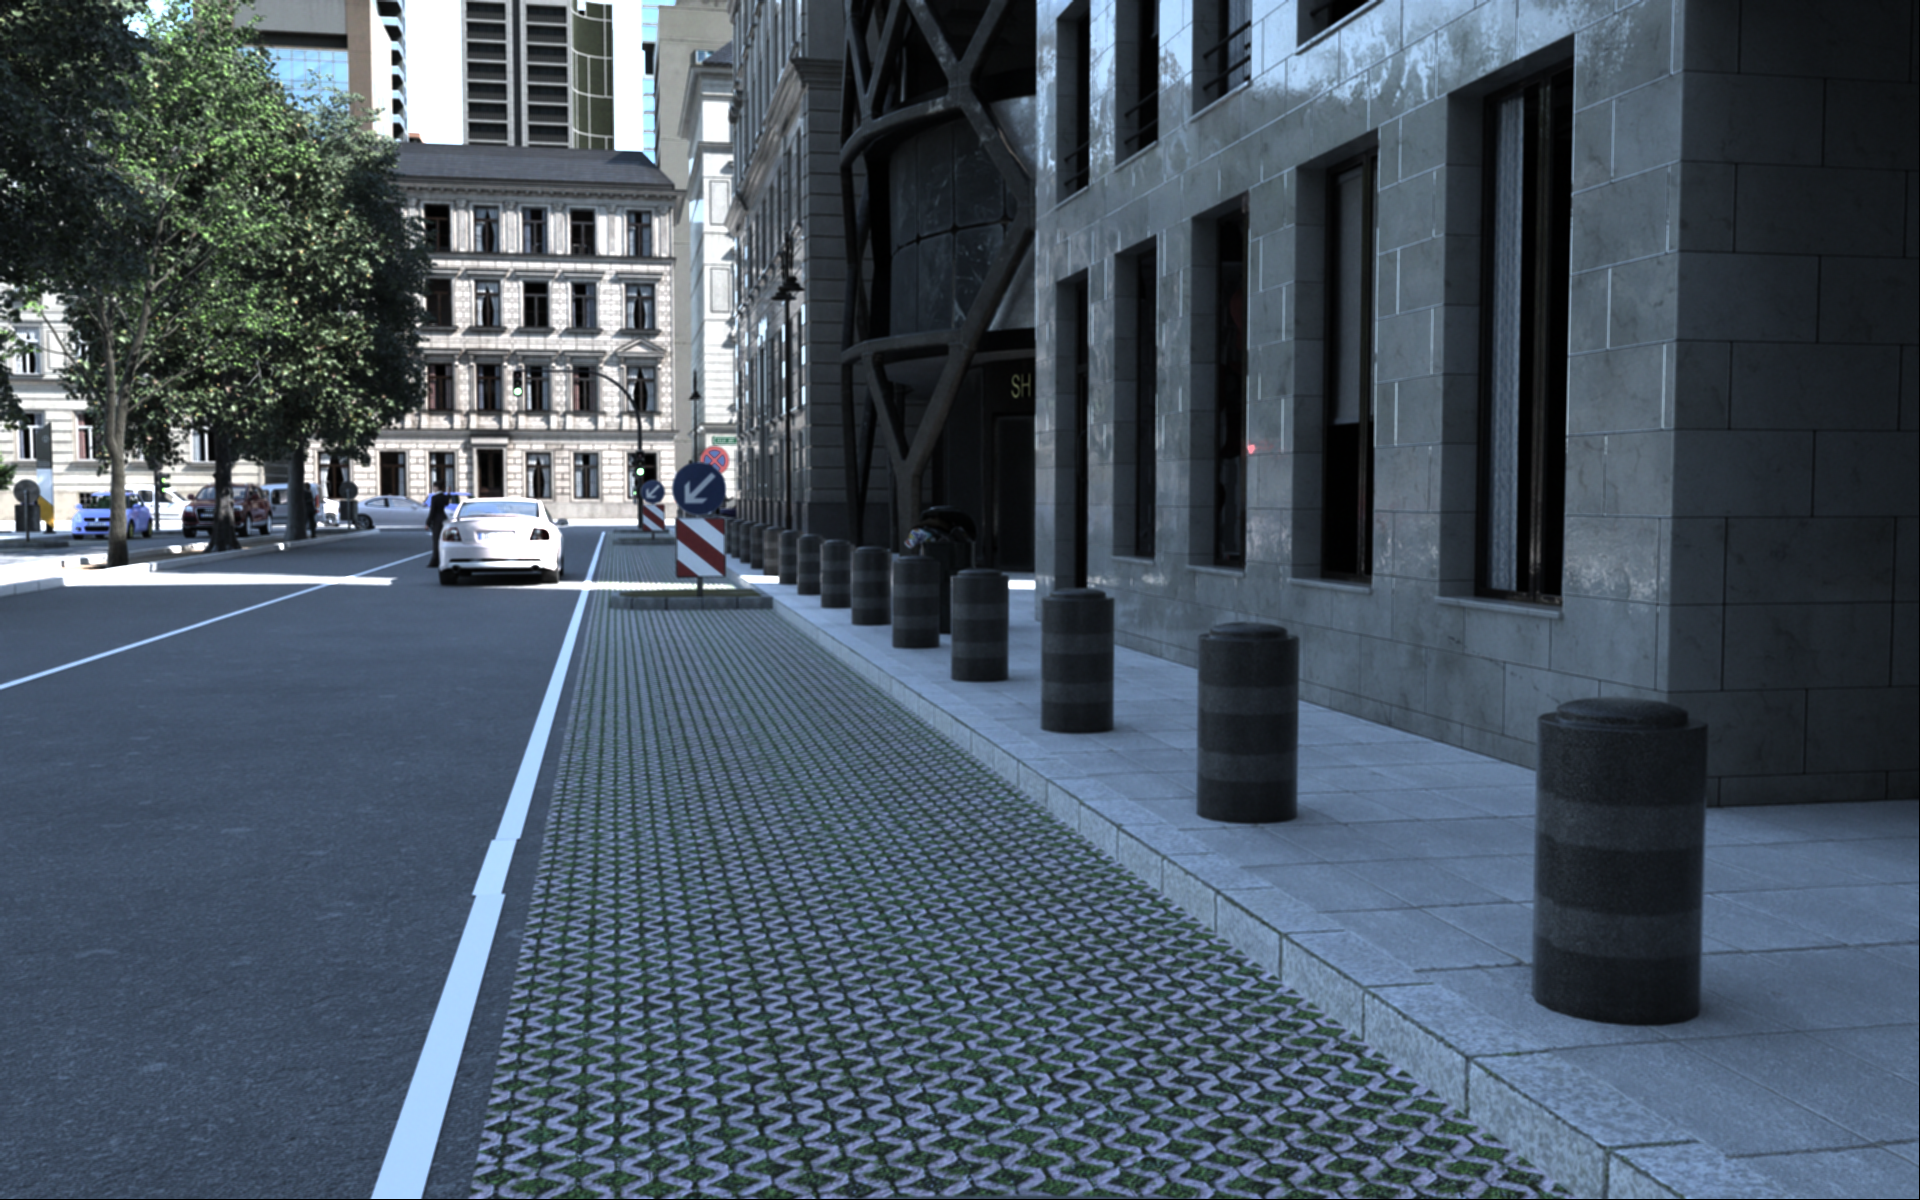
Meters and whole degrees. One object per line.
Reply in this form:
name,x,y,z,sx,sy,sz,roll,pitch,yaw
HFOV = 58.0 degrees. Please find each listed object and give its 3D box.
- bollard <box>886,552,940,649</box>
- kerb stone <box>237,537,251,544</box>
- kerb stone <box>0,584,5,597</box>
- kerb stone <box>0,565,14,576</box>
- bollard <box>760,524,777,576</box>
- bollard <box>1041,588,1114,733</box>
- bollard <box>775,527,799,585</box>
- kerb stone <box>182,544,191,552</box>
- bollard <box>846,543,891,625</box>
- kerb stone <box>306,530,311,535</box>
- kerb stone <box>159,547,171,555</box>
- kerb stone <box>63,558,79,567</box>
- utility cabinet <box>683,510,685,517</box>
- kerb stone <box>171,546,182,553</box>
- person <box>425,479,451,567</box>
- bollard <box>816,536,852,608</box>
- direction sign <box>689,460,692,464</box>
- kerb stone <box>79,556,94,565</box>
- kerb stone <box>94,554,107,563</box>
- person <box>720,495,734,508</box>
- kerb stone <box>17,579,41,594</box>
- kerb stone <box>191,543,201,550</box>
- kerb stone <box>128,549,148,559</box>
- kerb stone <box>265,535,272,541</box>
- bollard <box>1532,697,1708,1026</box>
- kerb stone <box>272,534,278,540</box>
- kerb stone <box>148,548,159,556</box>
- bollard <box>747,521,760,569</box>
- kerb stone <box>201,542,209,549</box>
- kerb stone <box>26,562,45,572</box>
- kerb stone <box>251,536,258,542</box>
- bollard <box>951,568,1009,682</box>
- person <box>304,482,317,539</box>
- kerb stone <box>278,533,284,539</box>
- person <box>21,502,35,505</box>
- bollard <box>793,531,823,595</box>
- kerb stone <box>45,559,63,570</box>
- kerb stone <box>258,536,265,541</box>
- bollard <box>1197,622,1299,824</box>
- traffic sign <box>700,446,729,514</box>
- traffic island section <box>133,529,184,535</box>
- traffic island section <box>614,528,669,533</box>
bollard,-0.371,0.010,14.546,0.404,0.777,0.398,0,3,0
kerb stone,-20.750,-1.706,50.092,0.120,0.150,1.000,-1,4,-11
kerb stone,-13.475,-0.122,24.250,0.120,0.150,1.000,-1,4,-11
kerb stone,-16.944,-0.533,30.916,0.120,0.150,1.000,-1,4,-11
bollard,-2.897,-0.767,27.258,0.404,0.777,0.398,0,3,0
bollard,0.641,0.322,9.451,0.404,0.777,0.398,0,3,0
bollard,-2.389,-0.611,24.706,0.404,0.777,0.398,0,3,0
kerb stone,-19.349,-1.268,43.039,0.120,0.150,1.000,-1,4,-11
bollard,-0.872,-0.145,17.088,0.404,0.777,0.398,0,3,0
kerb stone,-22.956,-2.382,61.190,0.120,0.150,1.000,-1,4,-11
kerb stone,-18.944,-1.151,41.014,0.120,0.150,1.000,-1,4,-11
kerb stone,-17.541,-0.719,33.953,0.120,0.150,1.000,-1,4,-11
utility cabinet,-9.186,-3.056,58.647,0.318,1.500,1.173,-1,4,-11
kerb stone,-19.142,-1.213,42.029,0.120,0.150,1.000,-1,4,-11
person,-10.263,-1.519,34.139,0.445,1.727,0.742,0,4,-5
bollard,-1.379,-0.300,19.627,0.404,0.777,0.398,0,3,0
direction sign,-17.746,-7.596,116.194,0.876,3.537,0.379,-2,4,-31
kerb stone,-17.747,-0.781,34.961,0.120,0.150,1.000,-1,4,-11
kerb stone,-17.939,-0.842,35.968,0.120,0.150,1.000,-1,4,-11
person,-10.650,-4.243,78.400,0.750,1.759,0.617,-3,5,-41
kerb stone,-13.670,-0.187,25.260,0.120,0.150,1.000,-1,4,-11
kerb stone,-19.552,-1.336,44.043,0.120,0.150,1.000,-1,4,-11
kerb stone,-18.545,-1.027,38.986,0.120,0.150,1.000,-1,4,-11
kerb stone,-21.348,-1.891,53.113,0.120,0.150,1.000,-1,4,-11
bollard,1.655,0.634,4.352,0.404,0.777,0.398,0,3,0
kerb stone,-21.550,-1.953,54.134,0.120,0.150,1.000,-1,4,-11
kerb stone,-18.748,-1.089,40.005,0.120,0.150,1.000,-1,4,-11
bollard,-3.404,-0.923,29.811,0.404,0.777,0.398,0,3,0
kerb stone,-19.743,-1.396,45.049,0.120,0.150,1.000,-1,4,-11
kerb stone,-17.150,-0.595,31.930,0.120,0.150,1.000,-1,4,-11
kerb stone,-20.948,-1.766,51.103,0.120,0.150,1.000,-1,4,-11
bollard,0.137,0.167,11.992,0.404,0.777,0.398,0,3,0
person,-20.622,-2.831,54.958,0.590,1.801,0.661,1,4,13
kerb stone,-21.755,-2.012,55.140,0.120,0.150,1.000,-1,4,-11
person,-40.160,-3.892,74.823,0.574,1.496,0.600,0,4,7
bollard,-1.883,-0.456,22.167,0.404,0.777,0.398,0,3,0
kerb stone,-17.336,-0.656,32.949,0.120,0.150,1.000,-1,4,-11
kerb stone,-21.153,-1.829,52.107,0.120,0.150,1.000,-1,4,-11
bollard,1.147,0.477,6.912,0.404,0.777,0.398,0,3,0
traffic sign,-6.515,-2.809,46.033,0.768,2.556,0.104,0,4,-7
traffic island section,-28.302,-2.370,61.023,2.009,0.180,2.903,-1,4,-11
traffic island section,-11.831,-2.569,64.280,2.009,0.180,2.903,-1,4,-11
